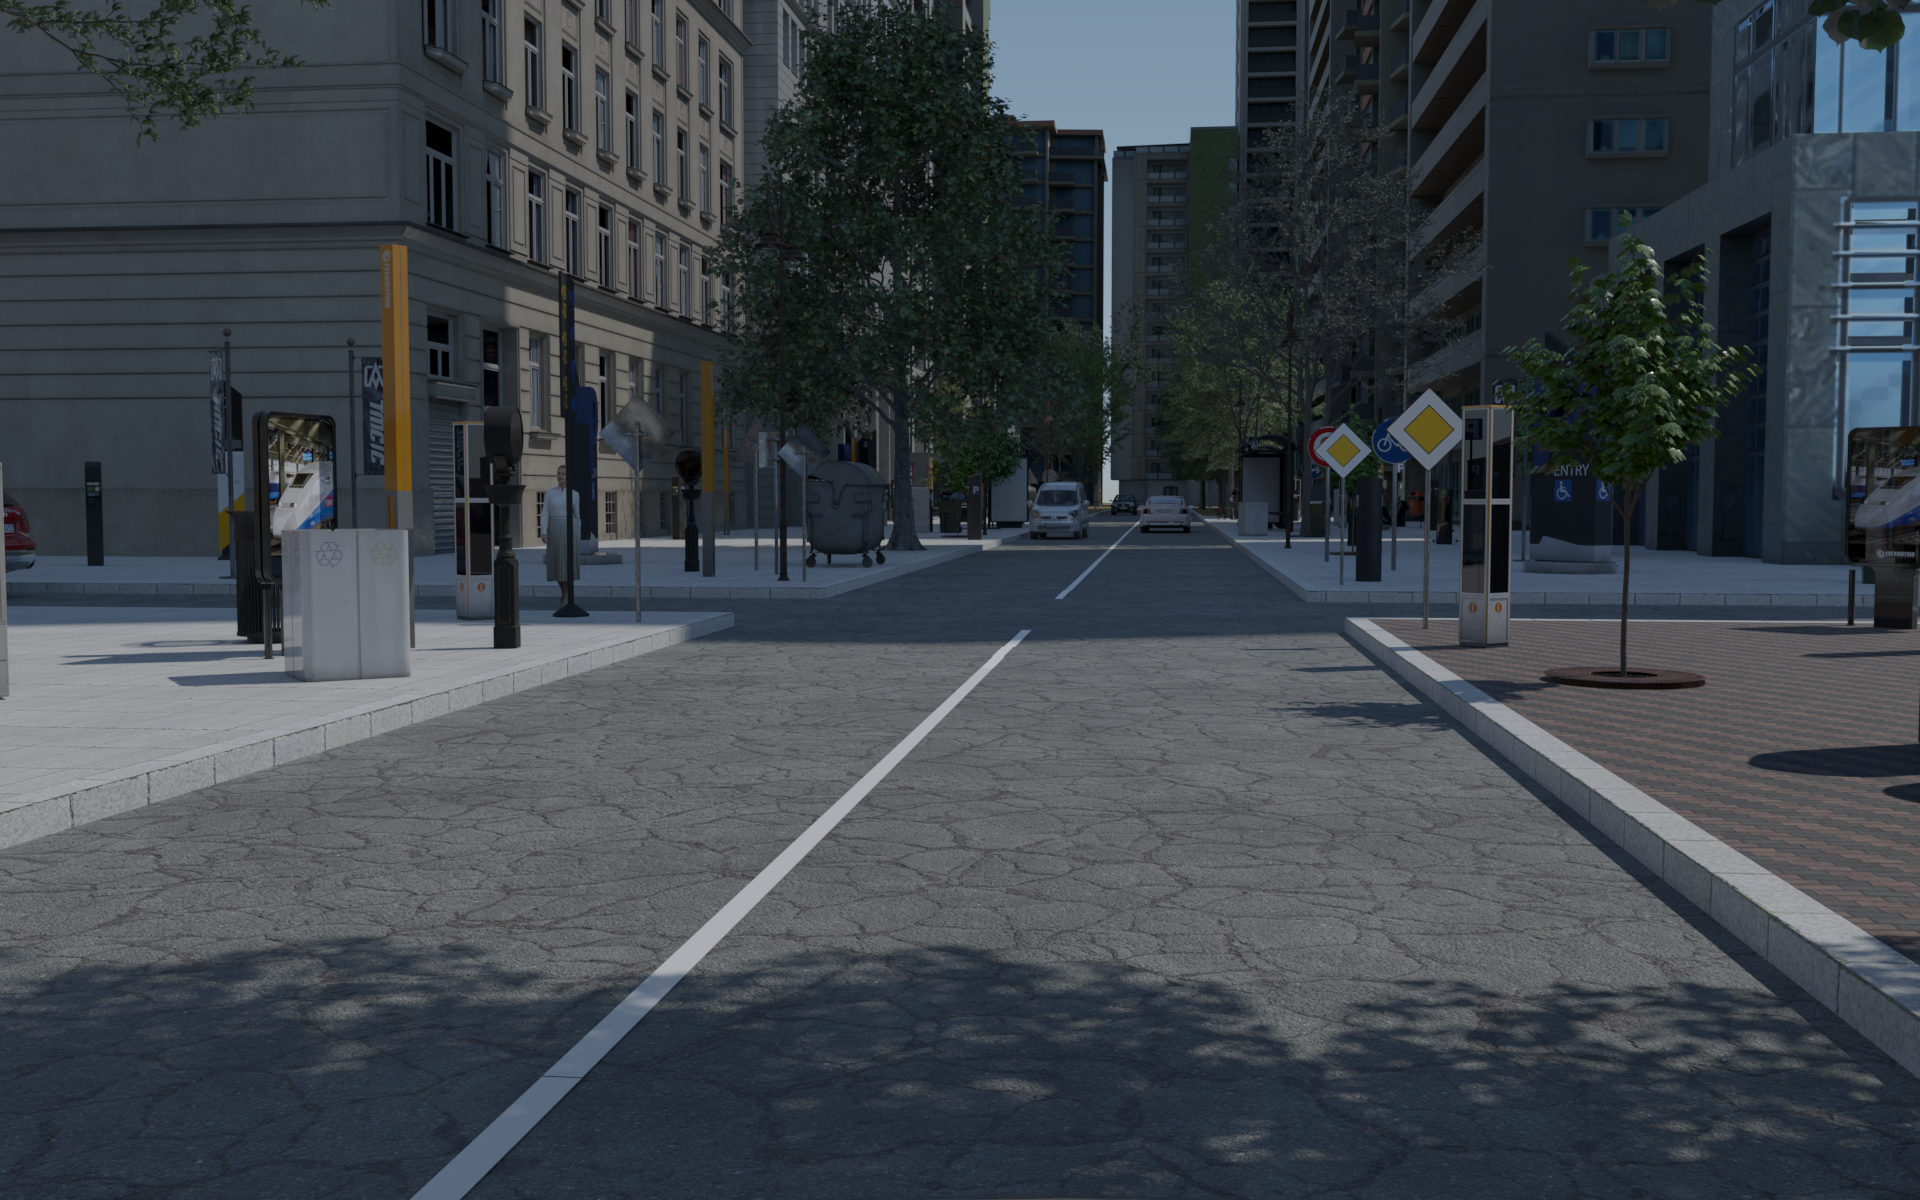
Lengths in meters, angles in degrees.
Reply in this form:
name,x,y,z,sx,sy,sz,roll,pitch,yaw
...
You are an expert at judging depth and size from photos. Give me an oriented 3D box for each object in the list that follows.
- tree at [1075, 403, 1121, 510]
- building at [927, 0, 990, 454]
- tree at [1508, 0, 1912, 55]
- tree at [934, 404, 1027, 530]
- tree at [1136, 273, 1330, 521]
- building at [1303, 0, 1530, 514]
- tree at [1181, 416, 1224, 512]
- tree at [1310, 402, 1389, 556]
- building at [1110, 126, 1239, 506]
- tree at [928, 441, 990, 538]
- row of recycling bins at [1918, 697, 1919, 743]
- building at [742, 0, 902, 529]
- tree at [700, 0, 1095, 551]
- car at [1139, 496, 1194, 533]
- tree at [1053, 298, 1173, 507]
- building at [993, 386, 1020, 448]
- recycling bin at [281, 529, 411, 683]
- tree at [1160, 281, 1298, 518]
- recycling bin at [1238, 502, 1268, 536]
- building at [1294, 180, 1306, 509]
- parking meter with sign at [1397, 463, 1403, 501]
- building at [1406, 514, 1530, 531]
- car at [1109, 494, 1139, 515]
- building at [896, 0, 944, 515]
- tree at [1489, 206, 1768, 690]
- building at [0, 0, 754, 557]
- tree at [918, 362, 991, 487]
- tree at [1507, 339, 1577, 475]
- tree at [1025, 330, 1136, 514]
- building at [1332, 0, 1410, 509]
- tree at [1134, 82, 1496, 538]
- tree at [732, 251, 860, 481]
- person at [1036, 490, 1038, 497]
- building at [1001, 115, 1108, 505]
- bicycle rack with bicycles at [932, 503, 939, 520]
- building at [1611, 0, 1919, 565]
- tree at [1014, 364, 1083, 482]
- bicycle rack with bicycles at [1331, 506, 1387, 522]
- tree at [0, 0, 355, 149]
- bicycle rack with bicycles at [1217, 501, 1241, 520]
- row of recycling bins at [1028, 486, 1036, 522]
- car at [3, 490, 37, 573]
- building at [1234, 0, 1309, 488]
name,x,y,z,sx,sy,sz,roll,pitch,yaw
tree,10.767,-11.459,137.717,4.737,8.622,4.395,0,3,0
building,-5.439,-27.224,128.703,14.154,41.232,14.086,0,4,7
tree,3.825,-5.863,2.512,9.857,13.997,8.962,0,3,0
tree,0.765,-4.867,63.292,4.285,4.588,4.351,0,3,0
tree,13.686,-9.555,81.980,9.928,11.665,9.643,0,3,0
building,39.444,-31.508,138.849,21.300,48.544,21.600,0,4,7
tree,18.063,-10.740,125.962,4.360,8.622,3.978,0,3,0
tree,8.186,-2.569,36.597,1.663,3.219,1.824,0,3,0
building,24.177,-31.359,196.319,14.086,41.232,14.154,0,4,7
tree,-0.186,-3.478,51.462,1.663,3.219,1.824,0,3,0
row of recycling bins,5.399,-0.005,7.200,1.069,1.692,3.534,0,4,-6
building,-10.200,-18.396,78.273,11.434,29.767,29.804,0,4,7
tree,-1.407,-7.478,39.273,9.611,12.733,9.660,0,3,0
car,7.771,-3.238,65.298,2.083,1.381,4.827,0,4,8
tree,14.722,-18.952,165.751,12.611,20.169,13.585,0,3,0
building,-10.918,-51.660,157.309,31.000,86.520,22.319,0,4,7
recycling bin,-4.337,0.020,12.228,0.722,1.027,0.722,-2,4,-32
tree,14.404,-10.636,92.026,7.486,12.596,7.792,0,3,0
recycling bin,9.008,-2.489,53.245,0.722,1.027,0.722,-1,4,-10
building,37.433,-23.602,157.589,14.160,30.474,14.107,0,4,7
parking meter with sign,24.577,-6.128,96.460,0.543,3.016,1.738,1,4,12
building,30.134,-27.199,68.408,21.300,48.544,21.600,0,4,7
car,11.289,-6.676,118.938,2.009,1.686,4.222,0,4,8
building,-10.663,-41.140,110.885,20.563,71.187,20.611,0,4,7
tree,4.429,-1.054,11.838,1.663,3.219,1.824,0,3,0
building,-16.651,-13.204,49.163,16.112,22.955,30.059,0,4,7
tree,-0.407,-7.960,80.501,4.737,8.622,4.395,0,3,0
tree,12.802,-3.234,36.582,4.285,4.588,4.351,0,3,0
tree,7.465,-11.319,110.826,9.928,11.665,9.643,0,3,0
building,36.386,-28.094,113.963,22.147,44.769,28.867,0,4,7
tree,10.453,-8.617,51.261,12.009,13.543,11.850,0,3,0
tree,-4.393,-6.135,50.674,4.360,8.622,3.978,0,3,0
person,8.163,-10.576,181.517,0.705,1.812,1.348,-1,4,-10
building,2.613,-33.562,203.360,28.867,44.769,22.147,0,4,7
bicycle rack with bicycles,-1.839,-4.410,85.490,2.925,0.926,2.852,-1,4,-17
building,31.591,-44.361,37.979,31.000,86.520,22.319,0,4,7
tree,5.137,-8.909,96.026,4.360,8.622,3.978,0,3,0
bicycle rack with bicycles,18.271,-3.977,78.411,2.925,0.926,2.852,1,4,18
tree,-6.047,-4.461,7.345,7.601,10.594,8.767,-1,4,-23
bicycle rack with bicycles,14.100,-4.438,85.936,2.852,0.926,2.925,0,4,-1
row of recycling bins,3.069,-4.556,81.607,1.069,1.692,3.534,0,4,5
car,-15.467,-0.913,23.605,5.304,1.827,2.281,0,4,5
building,41.790,-46.381,196.574,20.611,71.187,20.563,0,4,7
